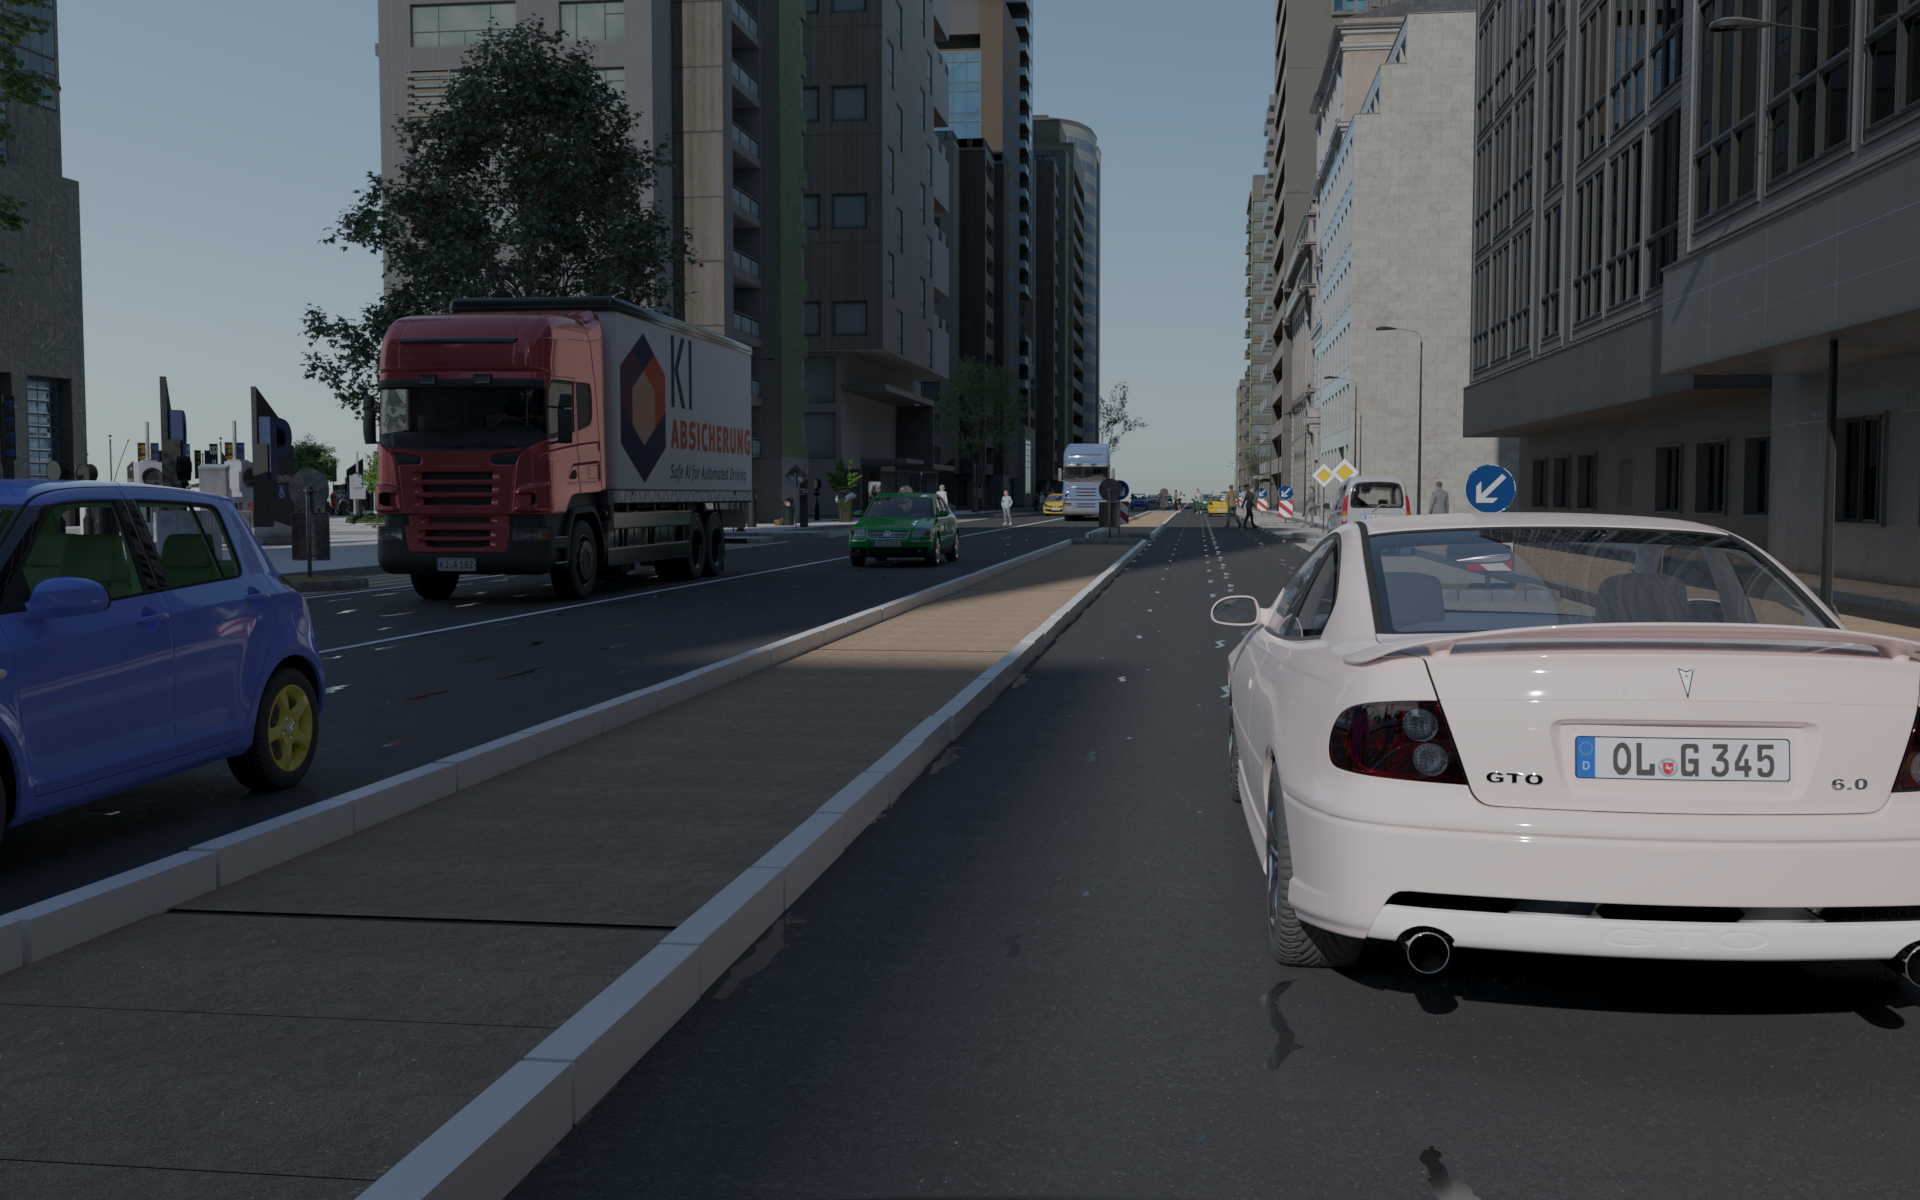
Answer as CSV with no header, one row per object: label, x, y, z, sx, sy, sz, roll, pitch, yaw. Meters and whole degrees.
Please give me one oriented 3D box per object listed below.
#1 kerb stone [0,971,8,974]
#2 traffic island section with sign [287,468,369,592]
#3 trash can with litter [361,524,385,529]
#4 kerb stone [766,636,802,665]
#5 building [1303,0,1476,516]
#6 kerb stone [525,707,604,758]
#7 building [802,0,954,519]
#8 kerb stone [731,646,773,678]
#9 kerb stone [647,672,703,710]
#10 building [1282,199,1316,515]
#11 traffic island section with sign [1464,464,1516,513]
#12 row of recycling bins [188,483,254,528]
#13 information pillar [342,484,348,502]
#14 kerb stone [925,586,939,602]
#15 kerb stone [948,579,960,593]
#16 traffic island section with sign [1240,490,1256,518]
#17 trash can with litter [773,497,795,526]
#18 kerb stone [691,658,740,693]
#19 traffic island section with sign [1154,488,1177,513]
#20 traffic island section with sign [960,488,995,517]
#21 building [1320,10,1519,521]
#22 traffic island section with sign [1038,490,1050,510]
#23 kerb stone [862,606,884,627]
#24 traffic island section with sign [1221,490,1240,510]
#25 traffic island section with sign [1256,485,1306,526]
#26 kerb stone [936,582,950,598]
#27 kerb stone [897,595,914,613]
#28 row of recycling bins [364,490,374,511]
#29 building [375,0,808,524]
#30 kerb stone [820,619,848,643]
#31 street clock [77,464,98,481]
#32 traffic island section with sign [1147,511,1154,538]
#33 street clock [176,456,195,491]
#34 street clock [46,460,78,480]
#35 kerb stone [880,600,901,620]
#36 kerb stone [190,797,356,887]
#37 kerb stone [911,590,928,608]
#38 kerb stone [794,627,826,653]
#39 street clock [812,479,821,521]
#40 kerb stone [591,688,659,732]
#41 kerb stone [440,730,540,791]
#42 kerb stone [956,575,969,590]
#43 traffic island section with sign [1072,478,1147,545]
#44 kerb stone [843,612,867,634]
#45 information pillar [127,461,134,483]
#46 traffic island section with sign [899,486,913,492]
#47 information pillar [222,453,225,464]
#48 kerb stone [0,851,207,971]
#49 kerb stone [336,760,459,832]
kerb stone,-2.955,1.068,4.736,0.120,0.150,1.000,0,4,8
traffic island section with sign,-10.063,-1.066,26.055,1.989,1.847,2.006,0,4,8
trash can with litter,-21.502,-3.310,65.169,2.233,1.210,1.678,2,4,24
kerb stone,-1.554,0.447,14.884,0.120,0.150,1.000,0,4,8
building,26.414,-18.903,94.968,13.634,28.700,20.117,0,4,8
kerb stone,-2.259,0.757,9.817,0.120,0.150,1.000,0,4,8
building,-15.438,-31.344,101.707,28.713,52.752,27.495,0,4,8
kerb stone,-1.698,0.509,13.869,0.120,0.150,1.000,0,4,8
kerb stone,-1.973,0.637,11.842,0.120,0.150,1.000,0,4,8
building,29.149,-16.879,117.775,13.314,21.916,24.055,0,4,8
traffic island section with sign,7.061,-0.932,23.866,1.989,1.847,2.006,0,4,8
row of recycling bins,-27.608,-3.610,66.133,3.534,1.692,1.069,-3,5,-40
information pillar,-42.916,-7.118,120.870,0.304,2.012,0.304,3,4,38
kerb stone,-0.440,-0.050,23.015,0.120,0.150,1.000,0,4,8
kerb stone,-0.165,-0.174,25.041,0.120,0.150,1.000,0,4,8
traffic island section with sign,18.213,-5.906,105.196,1.989,1.847,2.006,0,4,8
trash can with litter,-7.155,-3.600,70.248,1.055,1.170,0.624,2,4,35
kerb stone,-1.838,0.572,12.855,0.120,0.150,1.000,0,4,8
traffic island section with sign,15.459,-7.537,131.364,2.006,1.907,1.989,0,4,8
traffic island section with sign,1.111,-6.049,107.531,1.989,1.847,2.006,0,4,8
building,22.018,-13.600,77.107,10.420,20.320,16.860,0,4,8
traffic island section with sign,7.942,-9.100,157.410,1.989,1.847,2.006,0,4,8
kerb stone,-1.004,0.199,18.945,0.120,0.150,1.000,0,4,8
traffic island section with sign,28.736,-10.601,181.951,1.989,1.847,2.006,0,4,8
traffic island section with sign,14.392,-4.200,77.299,1.989,1.847,2.006,0,4,8
kerb stone,-0.309,-0.112,24.029,0.120,0.150,1.000,0,4,8
kerb stone,-0.724,0.075,20.974,0.120,0.150,1.000,0,4,8
row of recycling bins,-45.742,-7.810,134.812,1.069,1.692,3.534,1,4,13
building,-14.884,-23.816,72.979,14.154,41.232,14.086,0,4,8
kerb stone,-1.279,0.324,16.912,0.120,0.150,1.000,0,4,8
street clock,-20.857,-2.254,41.423,0.471,2.002,0.358,1,4,21
traffic island section with sign,5.265,-2.984,56.917,2.006,1.907,1.989,0,4,8
street clock,-14.834,-1.748,33.153,0.358,2.002,0.471,-2,4,-30
street clock,-19.383,-2.000,37.267,0.471,2.002,0.358,2,4,26
kerb stone,-0.856,0.137,19.960,0.120,0.150,1.000,0,4,8
kerb stone,-2.668,0.944,6.767,0.120,0.150,1.000,0,4,8
kerb stone,-0.581,0.012,21.994,0.120,0.150,1.000,0,4,8
kerb stone,-1.418,0.385,15.897,0.120,0.150,1.000,0,4,8
street clock,-6.906,-4.835,83.626,0.358,2.002,0.471,-2,4,-35
kerb stone,-2.114,0.695,10.829,0.120,0.150,1.000,0,4,8
kerb stone,-2.394,0.820,8.801,0.120,0.150,1.000,0,4,8
kerb stone,-0.031,-0.236,26.059,0.120,0.150,1.000,0,4,8
traffic island section with sign,4.249,-2.535,49.580,2.006,1.907,1.989,0,4,8
kerb stone,-1.138,0.261,17.931,0.120,0.150,1.000,0,4,8
information pillar,-58.464,-8.000,122.152,0.504,3.616,0.183,0,4,6
traffic island section with sign,-2.553,-4.416,80.825,1.989,1.847,2.006,0,4,8
information pillar,-40.793,-6.407,96.105,0.183,3.616,0.504,1,4,18
kerb stone,-2.807,1.012,5.754,0.120,0.150,1.000,0,4,8
kerb stone,-2.534,0.884,7.780,0.120,0.150,1.000,0,4,8
